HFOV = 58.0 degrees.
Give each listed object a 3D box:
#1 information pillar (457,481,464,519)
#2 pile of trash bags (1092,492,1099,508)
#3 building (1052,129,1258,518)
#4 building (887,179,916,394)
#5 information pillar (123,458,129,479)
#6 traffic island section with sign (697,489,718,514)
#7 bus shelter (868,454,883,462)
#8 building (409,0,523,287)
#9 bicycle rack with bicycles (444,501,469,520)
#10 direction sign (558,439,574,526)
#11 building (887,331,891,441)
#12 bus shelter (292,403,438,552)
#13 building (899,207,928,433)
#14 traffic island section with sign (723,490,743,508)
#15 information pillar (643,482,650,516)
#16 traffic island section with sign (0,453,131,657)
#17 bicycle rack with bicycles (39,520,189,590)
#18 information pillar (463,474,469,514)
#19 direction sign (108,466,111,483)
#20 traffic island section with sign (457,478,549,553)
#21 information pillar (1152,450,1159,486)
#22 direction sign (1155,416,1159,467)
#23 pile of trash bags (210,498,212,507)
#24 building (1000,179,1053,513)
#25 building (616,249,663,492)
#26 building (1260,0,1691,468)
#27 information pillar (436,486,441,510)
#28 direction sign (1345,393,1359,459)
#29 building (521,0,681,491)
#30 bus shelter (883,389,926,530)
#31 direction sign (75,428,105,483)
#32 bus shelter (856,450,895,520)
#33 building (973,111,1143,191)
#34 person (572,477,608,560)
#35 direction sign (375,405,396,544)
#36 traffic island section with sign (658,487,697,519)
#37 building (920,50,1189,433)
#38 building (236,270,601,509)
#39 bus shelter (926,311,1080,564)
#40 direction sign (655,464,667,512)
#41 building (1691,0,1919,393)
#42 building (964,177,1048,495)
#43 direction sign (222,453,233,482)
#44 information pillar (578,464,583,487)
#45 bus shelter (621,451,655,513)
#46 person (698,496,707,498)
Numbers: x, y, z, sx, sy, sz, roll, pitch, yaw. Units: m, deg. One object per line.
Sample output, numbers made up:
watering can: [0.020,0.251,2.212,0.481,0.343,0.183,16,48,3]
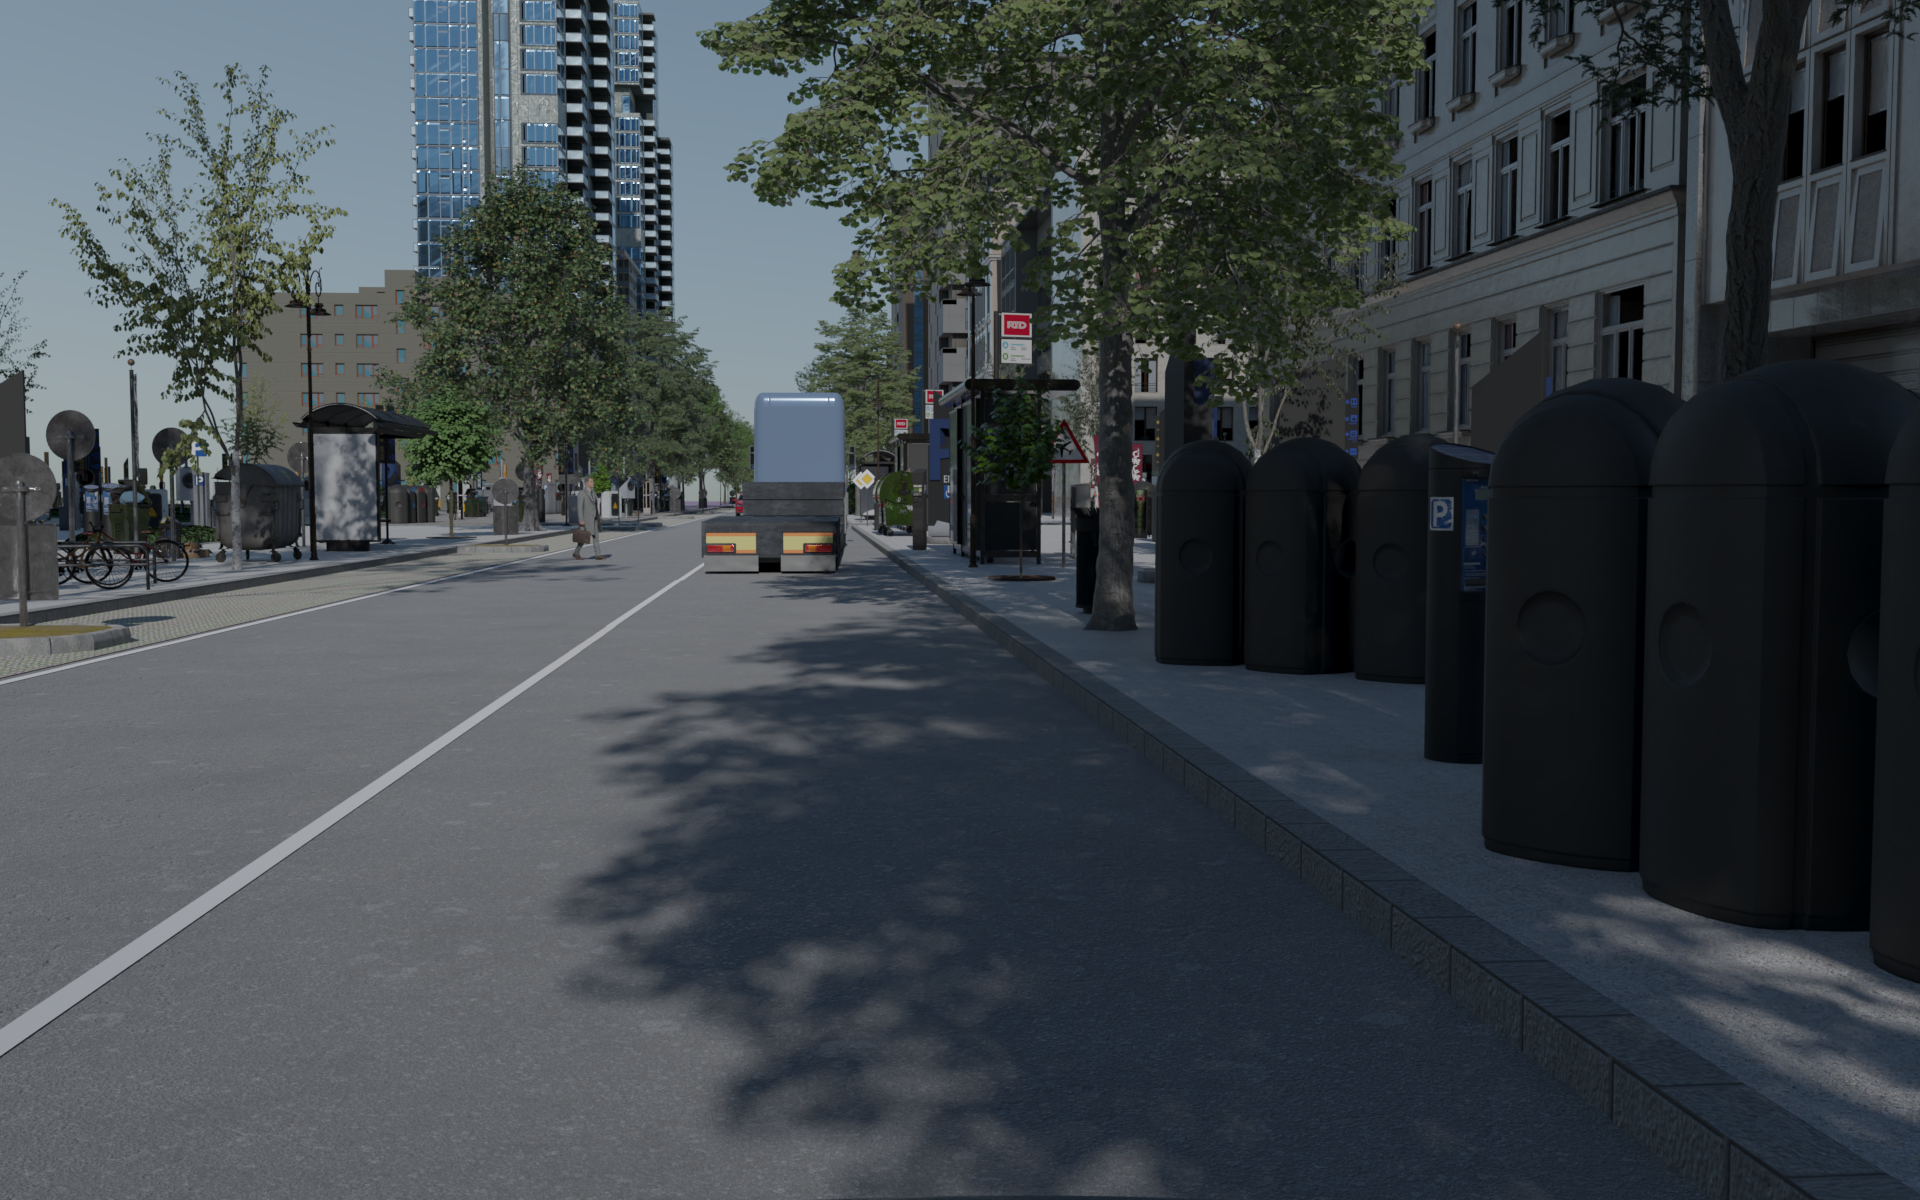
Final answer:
information pillar: [-25.467,-5.125,88.290,0.304,2.012,0.304,-1,4,-19]
pile of trash bags: [8.192,-4.776,87.836,3.447,1.369,1.912,2,4,35]
building: [14.120,-14.666,94.539,16.860,20.320,10.420,0,4,-5]
building: [2.749,-42.515,284.362,28.713,52.752,27.495,0,4,-5]
information pillar: [-53.763,-7.363,111.735,0.183,3.616,0.504,0,4,4]
traffic island section with sign: [-18.658,-7.188,126.158,1.989,1.847,2.006,0,4,-5]
bus shelter: [-3.611,-6.834,89.360,2.179,5.291,8.768,0,4,-5]
building: [-48.866,-53.770,191.814,22.319,86.520,31.000,0,4,-5]
bicycle rack with bicycles: [-25.665,-4.444,86.046,2.852,0.926,2.925,0,4,-6]
direction sign: [-15.718,-4.716,69.112,0.876,3.537,0.379,3,4,36]
building: [-6.010,-32.641,305.376,14.160,30.474,14.107,0,4,-5]
bus shelter: [-13.989,-2.888,41.138,2.014,3.302,5.546,0,4,-5]
building: [-2.038,-37.503,263.277,14.600,45.320,14.200,0,4,-5]
traffic island section with sign: [-23.100,-10.260,176.378,1.989,1.847,2.006,0,4,-5]
information pillar: [-18.572,-6.007,102.705,0.304,2.012,0.304,3,5,43]
traffic island section with sign: [-8.900,-0.452,16.025,1.989,1.847,2.006,0,4,-5]
bicycle rack with bicycles: [-12.215,-0.632,23.714,2.925,0.926,2.852,-1,4,-21]
information pillar: [-27.767,-6.468,97.100,0.504,3.616,0.183,-2,4,-33]
direction sign: [-69.864,-9.146,141.537,0.876,3.537,0.379,-1,4,-22]
traffic island section with sign: [-11.269,-2.095,42.876,1.989,1.847,2.006,0,4,-5]
information pillar: [9.158,-5.459,80.606,0.504,3.616,0.183,3,5,41]
direction sign: [6.062,-3.546,49.982,0.876,3.537,0.379,0,4,1]
pile of trash bags: [-37.941,-4.882,89.565,1.912,1.369,3.447,1,4,22]
building: [11.305,-18.347,119.042,14.314,24.678,30.058,0,4,-5]
building: [-60.467,-34.432,254.843,32.217,40.220,23.993,0,4,-5]
building: [18.635,-12.950,45.014,16.112,22.955,30.059,0,4,-5]
information pillar: [-42.085,-9.075,139.725,0.183,3.616,0.504,-3,5,-44]
direction sign: [8.536,-2.877,39.035,0.876,3.537,0.379,2,4,29]
building: [-56.836,-59.306,282.316,22.319,86.520,31.000,0,4,-5]
bus shelter: [-1.462,-5.273,63.849,2.179,5.291,8.768,0,4,-5]
direction sign: [-30.132,-4.151,59.862,0.876,3.537,0.379,0,4,4]
bus shelter: [-3.891,-5.389,82.027,2.014,3.302,5.546,0,4,-5]
building: [14.402,-29.819,179.426,32.217,40.220,23.993,0,4,-5]
person: [-8.045,-1.775,37.620,0.767,1.812,0.694,2,4,24]
direction sign: [-14.688,-3.201,44.339,0.379,3.537,0.876,1,4,12]
traffic island section with sign: [-16.279,-5.546,99.307,1.989,1.847,2.006,0,4,-5]
building: [10.514,-37.636,204.590,28.713,52.752,27.495,0,4,-5]
building: [-49.385,-19.486,163.640,27.650,21.520,28.899,0,4,-5]
bus shelter: [0.767,-3.554,35.737,2.179,5.291,8.768,0,4,-5]
direction sign: [-21.574,-8.126,124.861,0.876,3.537,0.379,0,4,6]
building: [19.263,-12.344,19.848,12.078,24.808,19.932,0,4,-5]
building: [7.719,-21.892,143.838,13.634,28.700,20.117,0,4,-5]
direction sign: [-40.849,-6.414,96.870,0.379,3.537,0.876,2,4,31]
information pillar: [-29.194,-8.685,133.346,0.504,3.616,0.183,2,4,30]
bus shelter: [-23.014,-8.873,122.699,2.179,5.291,8.768,0,4,-5]
person: [-34.062,-13.451,229.152,1.217,1.736,0.721,-1,4,-9]
